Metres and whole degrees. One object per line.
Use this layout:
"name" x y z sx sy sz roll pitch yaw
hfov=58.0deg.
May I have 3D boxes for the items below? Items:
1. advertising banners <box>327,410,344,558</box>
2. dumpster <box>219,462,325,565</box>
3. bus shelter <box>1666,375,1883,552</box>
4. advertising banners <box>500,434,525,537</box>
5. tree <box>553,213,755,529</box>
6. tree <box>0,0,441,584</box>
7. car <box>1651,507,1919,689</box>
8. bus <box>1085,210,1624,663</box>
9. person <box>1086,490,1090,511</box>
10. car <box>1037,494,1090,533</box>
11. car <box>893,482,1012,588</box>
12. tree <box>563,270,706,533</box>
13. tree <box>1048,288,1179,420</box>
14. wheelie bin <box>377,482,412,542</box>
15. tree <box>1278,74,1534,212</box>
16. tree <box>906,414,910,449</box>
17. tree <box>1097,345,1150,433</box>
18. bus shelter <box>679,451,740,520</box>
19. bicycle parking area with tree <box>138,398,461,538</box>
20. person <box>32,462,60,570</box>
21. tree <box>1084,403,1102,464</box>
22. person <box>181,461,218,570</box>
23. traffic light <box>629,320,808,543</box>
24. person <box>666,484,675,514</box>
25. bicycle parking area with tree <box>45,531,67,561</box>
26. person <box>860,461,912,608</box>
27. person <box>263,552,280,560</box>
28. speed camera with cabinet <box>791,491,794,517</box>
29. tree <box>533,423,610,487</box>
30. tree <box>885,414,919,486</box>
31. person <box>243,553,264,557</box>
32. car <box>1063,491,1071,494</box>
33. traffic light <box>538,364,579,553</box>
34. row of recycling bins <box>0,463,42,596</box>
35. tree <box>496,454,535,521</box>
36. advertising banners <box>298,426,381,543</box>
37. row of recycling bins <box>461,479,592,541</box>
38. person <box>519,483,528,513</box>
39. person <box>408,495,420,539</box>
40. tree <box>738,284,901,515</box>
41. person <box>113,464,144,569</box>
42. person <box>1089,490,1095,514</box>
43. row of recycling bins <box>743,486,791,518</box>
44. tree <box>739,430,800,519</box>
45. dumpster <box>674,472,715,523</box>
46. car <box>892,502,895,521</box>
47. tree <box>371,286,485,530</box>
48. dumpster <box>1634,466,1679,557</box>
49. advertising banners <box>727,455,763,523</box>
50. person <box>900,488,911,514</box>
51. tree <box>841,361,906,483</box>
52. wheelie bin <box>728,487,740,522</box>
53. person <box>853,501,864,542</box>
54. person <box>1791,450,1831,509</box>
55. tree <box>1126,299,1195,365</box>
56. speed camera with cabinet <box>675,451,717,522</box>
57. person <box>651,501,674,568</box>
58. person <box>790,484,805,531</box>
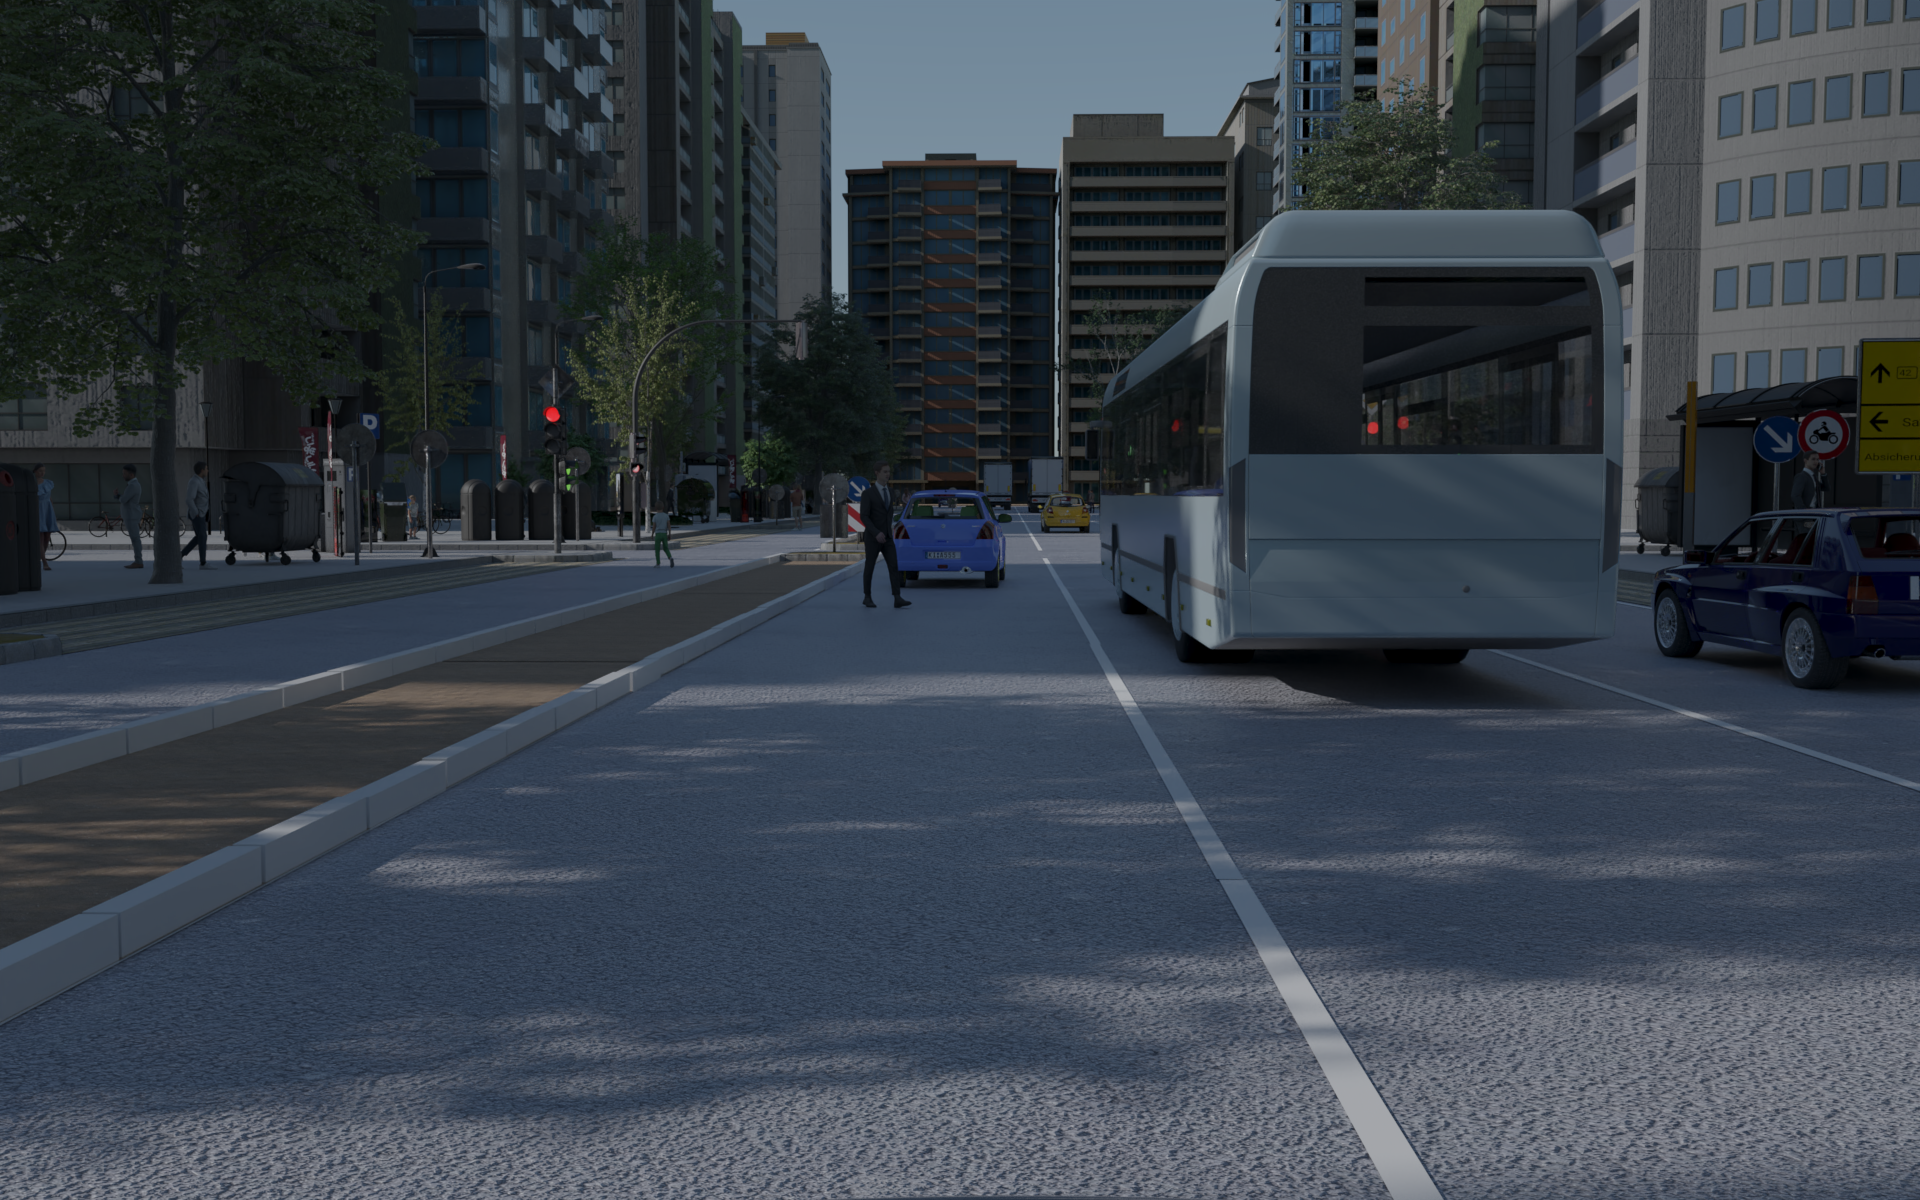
"advertising banners" -12.880 -2.417 35.711 0.090 3.025 2.074 -2 4 -25
"dumpster" -12.624 -1.594 31.816 1.264 1.857 1.865 0 4 2
"bus shelter" 15.216 -2.350 32.343 2.014 3.302 5.546 0 4 2
"advertising banners" -13.039 -3.318 50.435 0.090 3.025 2.074 -2 4 -32
"tree" -11.247 -8.500 64.726 9.928 11.665 9.643 0 3 0
"tree" -11.160 -6.529 24.878 7.486 12.596 7.792 0 3 0
"car" 7.052 -0.090 14.045 1.945 1.354 3.894 0 4 1
"bus" 3.104 -1.407 17.870 2.948 3.499 13.247 0 4 1
"person" 10.792 -8.247 143.888 0.434 1.755 0.990 3 4 37
"car" 3.941 -3.361 65.178 2.015 1.641 3.980 0 4 0
"car" -0.147 -1.114 27.803 1.945 1.707 3.694 0 4 3
"tree" -10.458 -6.498 56.599 4.737 8.622 4.395 0 3 0
"tree" 14.990 -18.600 160.004 12.611 20.169 13.585 0 3 0
"wheelie bin" -15.339 -2.376 46.762 0.980 1.594 0.693 -2 4 -28
"tree" 13.817 -8.967 53.272 9.857 13.997 8.962 0 3 0
"tree" -8.041 -14.775 159.697 7.486 12.596 7.792 0 3 0
"tree" 15.930 -13.891 137.493 12.009 13.543 11.850 0 3 0
"bus shelter" -12.051 -5.497 83.805 2.014 3.302 5.546 0 4 2
"bicycle parking area with tree" -20.977 -4.042 53.090 8.231 4.147 9.016 3 4 37
"person" -15.545 -1.410 29.197 0.778 1.811 0.616 3 5 44
"tree" 17.123 -15.756 183.357 9.928 11.665 9.643 0 3 0
"person" -13.020 -1.439 29.420 0.795 1.843 0.661 0 4 -7
"traffic light" -6.363 -4.319 45.290 4.771 5.953 1.251 0 4 2
"person" -15.617 -5.386 93.889 0.755 1.850 0.659 -1 4 -9
"bicycle parking area with tree" -21.002 -2.617 29.797 8.231 4.147 9.016 1 4 17
"person" -0.947 -0.827 21.800 0.659 1.850 0.755 -3 5 -43
"person" -13.366 -1.578 33.653 0.330 1.601 0.589 -2 4 -30
"speed camera with cabinet" -9.972 -6.222 96.061 2.038 3.252 0.660 -2 4 -27
"tree" -17.703 -5.833 79.077 4.285 4.588 4.351 0 3 0
"tree" -8.033 -15.429 186.670 7.601 10.594 8.767 -3 5 -41
"person" -14.311 -1.520 35.142 0.590 1.304 0.306 2 4 25
"car" 11.165 -10.988 188.325 2.281 1.827 5.304 0 4 1
"traffic light" -8.675 -2.961 37.330 0.839 4.253 0.868 0 4 2
"row of recycling bins" -12.359 -0.884 21.558 1.069 1.692 3.534 -1 4 -13
"tree" -21.678 -5.458 83.841 1.663 3.219 1.824 0 3 0
"advertising banners" -16.266 -3.012 45.435 2.074 3.025 0.090 -2 4 -35
"row of recycling bins" -12.080 -2.520 48.309 3.534 1.692 1.069 -1 4 -20
"person" -20.377 -4.517 80.321 0.534 1.772 0.576 2 4 35
"person" -15.465 -2.343 49.032 0.332 1.250 0.352 -1 4 -20
"tree" -8.816 -12.259 107.092 9.857 13.997 8.962 0 3 0
"person" -14.359 -1.448 29.897 0.466 1.800 0.511 -3 4 -37
"person" 9.549 -7.202 126.776 0.617 1.759 0.750 -2 4 -29
"row of recycling bins" -10.484 -5.294 93.670 3.534 1.692 1.069 3 5 42
"tree" -9.726 -6.425 88.766 4.285 4.588 4.351 0 3 0
"dumpster" -11.664 -4.501 76.087 1.502 2.255 1.985 0 4 1
"car" -4.335 -4.799 88.692 2.015 1.641 3.980 0 4 0
"tree" -19.151 -6.825 61.958 4.737 8.622 4.395 0 3 0
"dumpster" 15.014 -1.861 36.189 1.264 1.857 1.865 0 4 1
"advertising banners" -9.630 -4.979 77.593 0.090 3.025 2.074 3 5 42
"person" -2.920 -5.039 91.476 0.643 1.750 0.593 2 4 33
"tree" -8.527 -13.587 140.274 7.486 12.596 7.792 0 3 0
"wheelie bin" -10.206 -4.348 78.992 0.693 1.594 0.980 0 4 -3
"person" -2.721 -2.333 46.825 0.473 1.802 0.592 0 4 4
"person" 12.102 -1.176 24.630 0.474 1.900 0.648 2 4 32
"tree" 14.654 -12.465 110.463 9.857 13.997 8.962 0 3 0
"speed camera with cabinet" -12.226 -5.251 80.184 2.038 3.252 0.660 2 4 31
"person" -5.747 -1.266 33.455 0.306 1.304 0.590 -3 5 -44
"person" -6.372 -3.641 68.010 0.573 1.828 0.580 1 4 8
